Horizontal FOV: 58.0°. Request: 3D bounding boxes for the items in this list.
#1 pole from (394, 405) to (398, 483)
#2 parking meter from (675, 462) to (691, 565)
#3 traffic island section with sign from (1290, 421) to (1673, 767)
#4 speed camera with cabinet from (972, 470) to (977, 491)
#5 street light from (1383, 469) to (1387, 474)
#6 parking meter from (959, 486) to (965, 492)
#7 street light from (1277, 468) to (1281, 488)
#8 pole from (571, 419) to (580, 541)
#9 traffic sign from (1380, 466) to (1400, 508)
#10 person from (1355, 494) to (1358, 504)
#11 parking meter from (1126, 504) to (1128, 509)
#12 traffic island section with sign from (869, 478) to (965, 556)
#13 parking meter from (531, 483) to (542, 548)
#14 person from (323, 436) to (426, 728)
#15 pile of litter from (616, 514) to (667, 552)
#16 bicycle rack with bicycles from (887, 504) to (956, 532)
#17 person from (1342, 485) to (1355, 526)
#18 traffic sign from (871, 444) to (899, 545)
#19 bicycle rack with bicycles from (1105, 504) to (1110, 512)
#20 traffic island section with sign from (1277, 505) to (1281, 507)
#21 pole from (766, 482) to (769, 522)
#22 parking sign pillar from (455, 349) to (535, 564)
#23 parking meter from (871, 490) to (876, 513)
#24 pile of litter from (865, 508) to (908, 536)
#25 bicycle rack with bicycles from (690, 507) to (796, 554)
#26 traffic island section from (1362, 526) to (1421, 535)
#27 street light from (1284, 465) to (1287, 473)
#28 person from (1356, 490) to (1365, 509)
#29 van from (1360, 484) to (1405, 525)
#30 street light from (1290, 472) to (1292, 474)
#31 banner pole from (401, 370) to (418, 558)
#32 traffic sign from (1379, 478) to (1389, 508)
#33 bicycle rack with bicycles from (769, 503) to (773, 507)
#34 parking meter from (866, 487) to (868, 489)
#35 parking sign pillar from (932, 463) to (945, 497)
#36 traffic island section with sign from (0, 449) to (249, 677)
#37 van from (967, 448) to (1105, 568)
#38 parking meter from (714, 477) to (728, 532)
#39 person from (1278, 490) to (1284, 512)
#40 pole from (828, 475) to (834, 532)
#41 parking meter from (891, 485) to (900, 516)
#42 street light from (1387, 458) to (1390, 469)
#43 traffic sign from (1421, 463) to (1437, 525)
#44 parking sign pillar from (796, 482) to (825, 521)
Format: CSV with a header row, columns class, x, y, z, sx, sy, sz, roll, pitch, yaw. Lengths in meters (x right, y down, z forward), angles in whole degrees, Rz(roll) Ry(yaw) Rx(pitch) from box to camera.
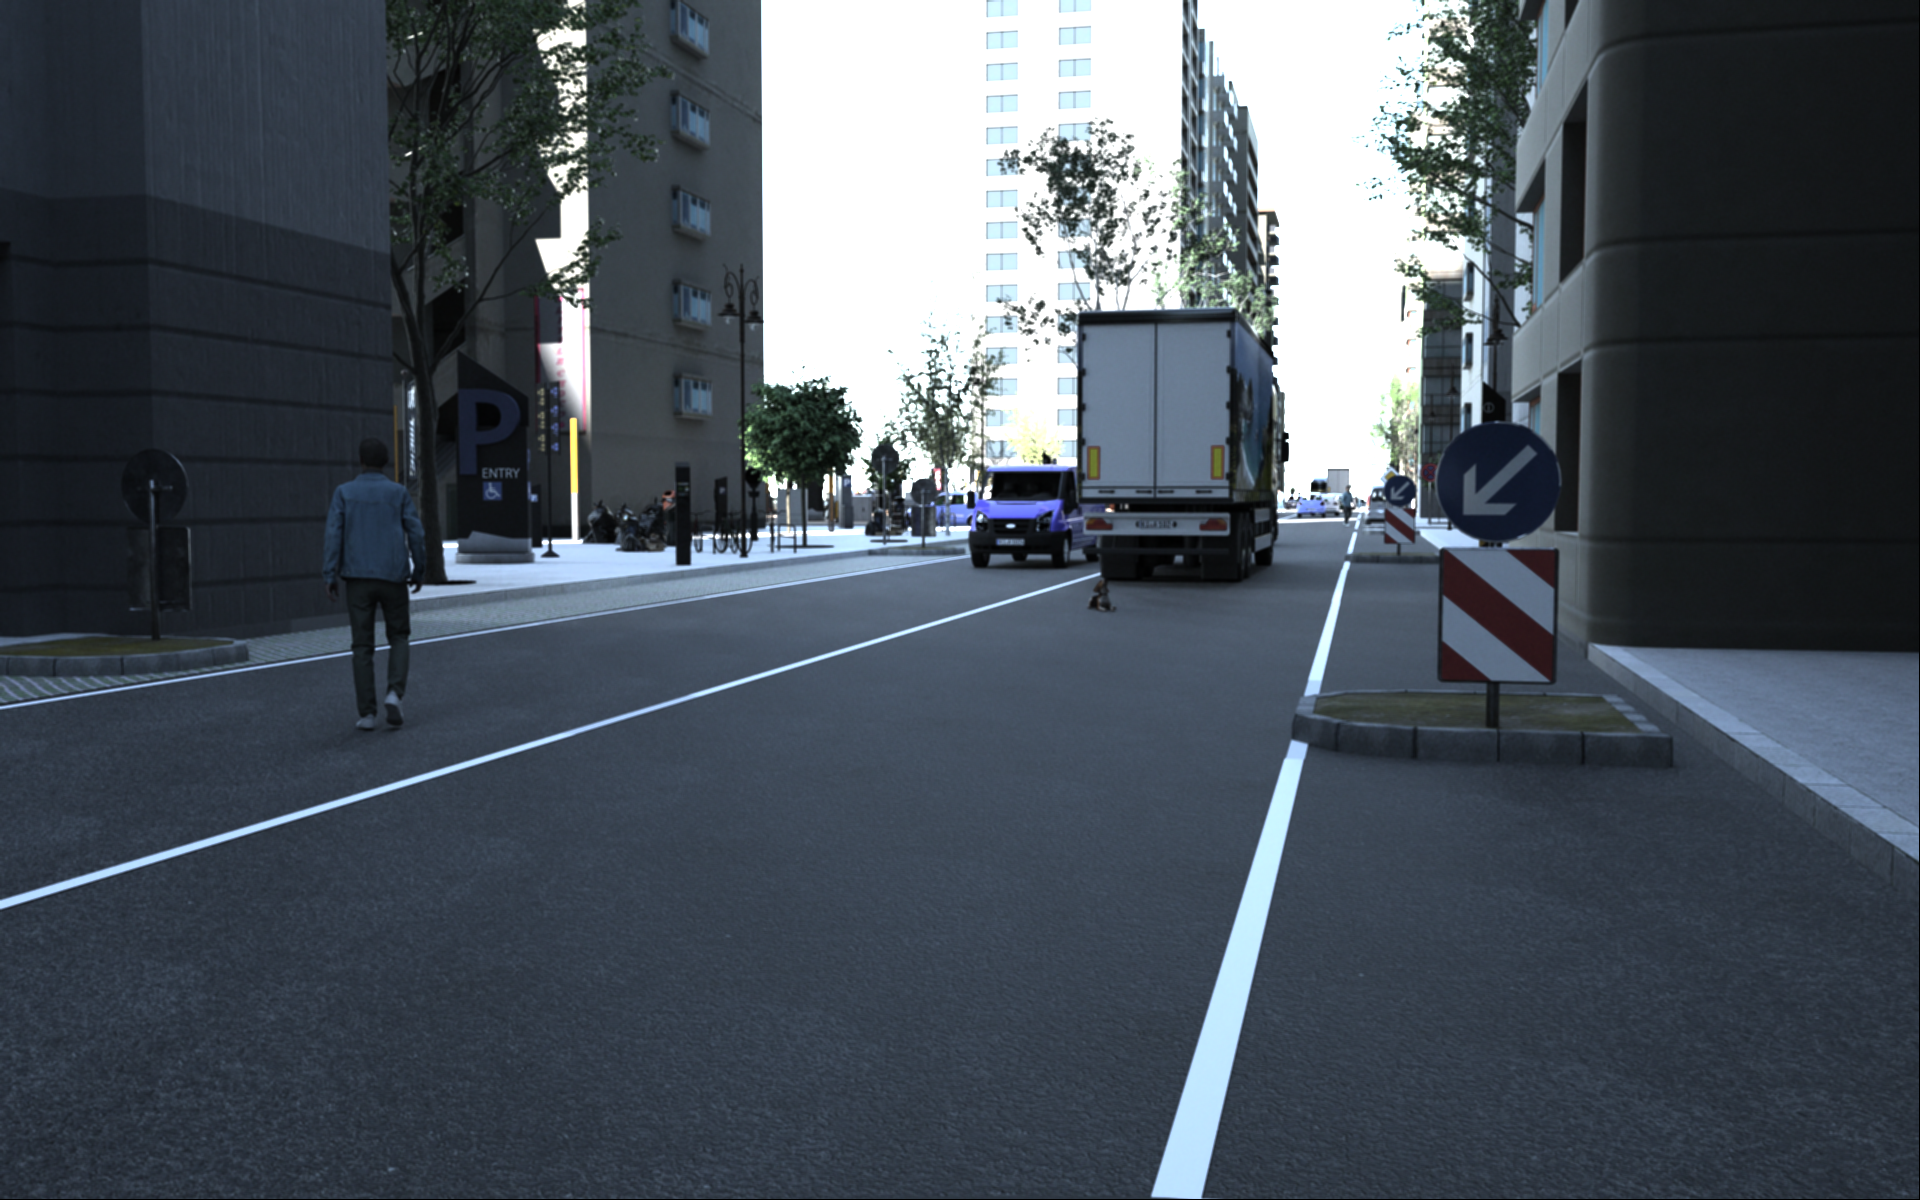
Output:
class,x,y,z,sx,sy,sz,roll,pitch,yaw
pole,-13.024,-2.812,39.821,0.158,3.312,0.155,0,3,0
parking meter,-5.009,-1.566,31.311,0.255,1.863,0.399,-1,4,-12
traffic island section with sign,2.999,-0.098,10.223,1.989,1.847,2.006,1,4,13
speed camera with cabinet,1.989,-8.868,139.326,2.038,3.252,0.660,0,4,3
street light,58.024,-16.036,234.972,0.468,5.910,1.993,1,4,13
parking meter,0.103,-6.866,117.974,0.399,1.863,0.255,0,4,-4
street light,46.120,-16.984,250.480,0.468,5.910,1.993,1,4,13
pole,-10.440,-3.250,46.983,0.158,3.312,0.155,0,3,0
traffic sign,15.504,-3.589,62.316,0.795,2.450,0.064,1,4,13
person,56.611,-14.447,247.938,0.991,1.433,0.599,-3,4,-36
parking meter,14.300,-8.687,147.738,0.255,1.863,0.399,1,4,17
traffic island section with sign,-0.942,-1.972,40.869,1.989,1.847,2.006,1,4,13
parking meter,-10.207,-2.024,41.505,0.372,1.533,0.369,0,3,0
person,-3.556,-0.104,10.542,0.601,1.785,0.444,-1,4,-19
pile of litter,-7.188,-1.529,38.963,1.176,0.858,1.719,0,4,-4
bicycle rack with bicycles,-1.422,-2.844,59.878,2.852,0.926,2.925,1,4,16
person,17.477,-4.258,78.144,0.660,1.820,0.620,-2,4,-33
traffic sign,-1.917,-2.683,43.972,0.768,2.556,0.104,1,4,16
bicycle rack with bicycles,10.654,-7.031,128.341,2.925,0.926,2.852,-3,5,-42
traffic island section with sign,35.335,-11.453,195.879,1.989,1.847,2.006,1,4,13
pole,-8.776,-5.191,78.717,0.158,3.312,0.155,0,3,0
parking sign pillar,-8.688,-2.678,32.260,1.447,3.967,1.447,0,4,-5
parking meter,-5.998,-6.846,120.348,0.372,1.533,0.369,0,3,0
pile of litter,-2.257,-2.430,53.688,1.719,0.858,1.176,-3,5,-39
bicycle rack with bicycles,-4.765,-1.504,37.973,2.852,0.926,2.925,-1,4,-16
traffic island section,15.528,-2.453,62.388,2.009,0.180,2.903,1,4,13
street light,50.908,-18.251,271.196,0.468,5.910,1.993,1,4,13
person,39.426,-9.915,170.694,0.705,1.814,1.350,-2,4,-28
van,18.241,-4.125,74.452,2.013,2.044,4.112,1,4,12
street light,55.793,-19.524,292.009,0.468,5.910,1.993,1,4,13
banner pole,-11.032,-2.736,34.746,0.401,3.779,0.863,-3,4,-36
traffic sign,17.324,-4.064,70.091,0.795,2.450,0.064,1,4,13
bicycle rack with bicycles,-12.055,-5.084,96.511,2.925,0.926,2.852,3,5,45
parking meter,-7.598,-8.414,143.281,0.399,1.863,0.255,-3,5,-41
parking sign pillar,-1.633,-8.494,127.348,1.447,3.967,1.447,-2,4,-32
traffic island section with sign,-7.124,-0.356,14.449,1.989,1.847,2.006,1,4,13
van,1.635,-1.898,35.416,2.240,2.365,5.245,1,4,15
parking meter,-8.033,-3.210,58.191,0.399,1.863,0.255,-2,4,-25
person,25.955,-8.039,140.208,0.793,1.790,0.793,0,4,7
pole,-4.322,-3.926,58.029,0.158,3.312,0.155,0,3,0
parking meter,-3.022,-4.610,81.092,0.399,1.863,0.255,1,4,18
street light,48.937,-13.668,196.252,0.468,5.910,1.993,1,4,13
traffic sign,19.422,-4.368,71.516,0.768,2.556,0.104,1,4,19
parking sign pillar,-7.206,-5.782,83.000,1.447,3.967,1.447,2,4,29
